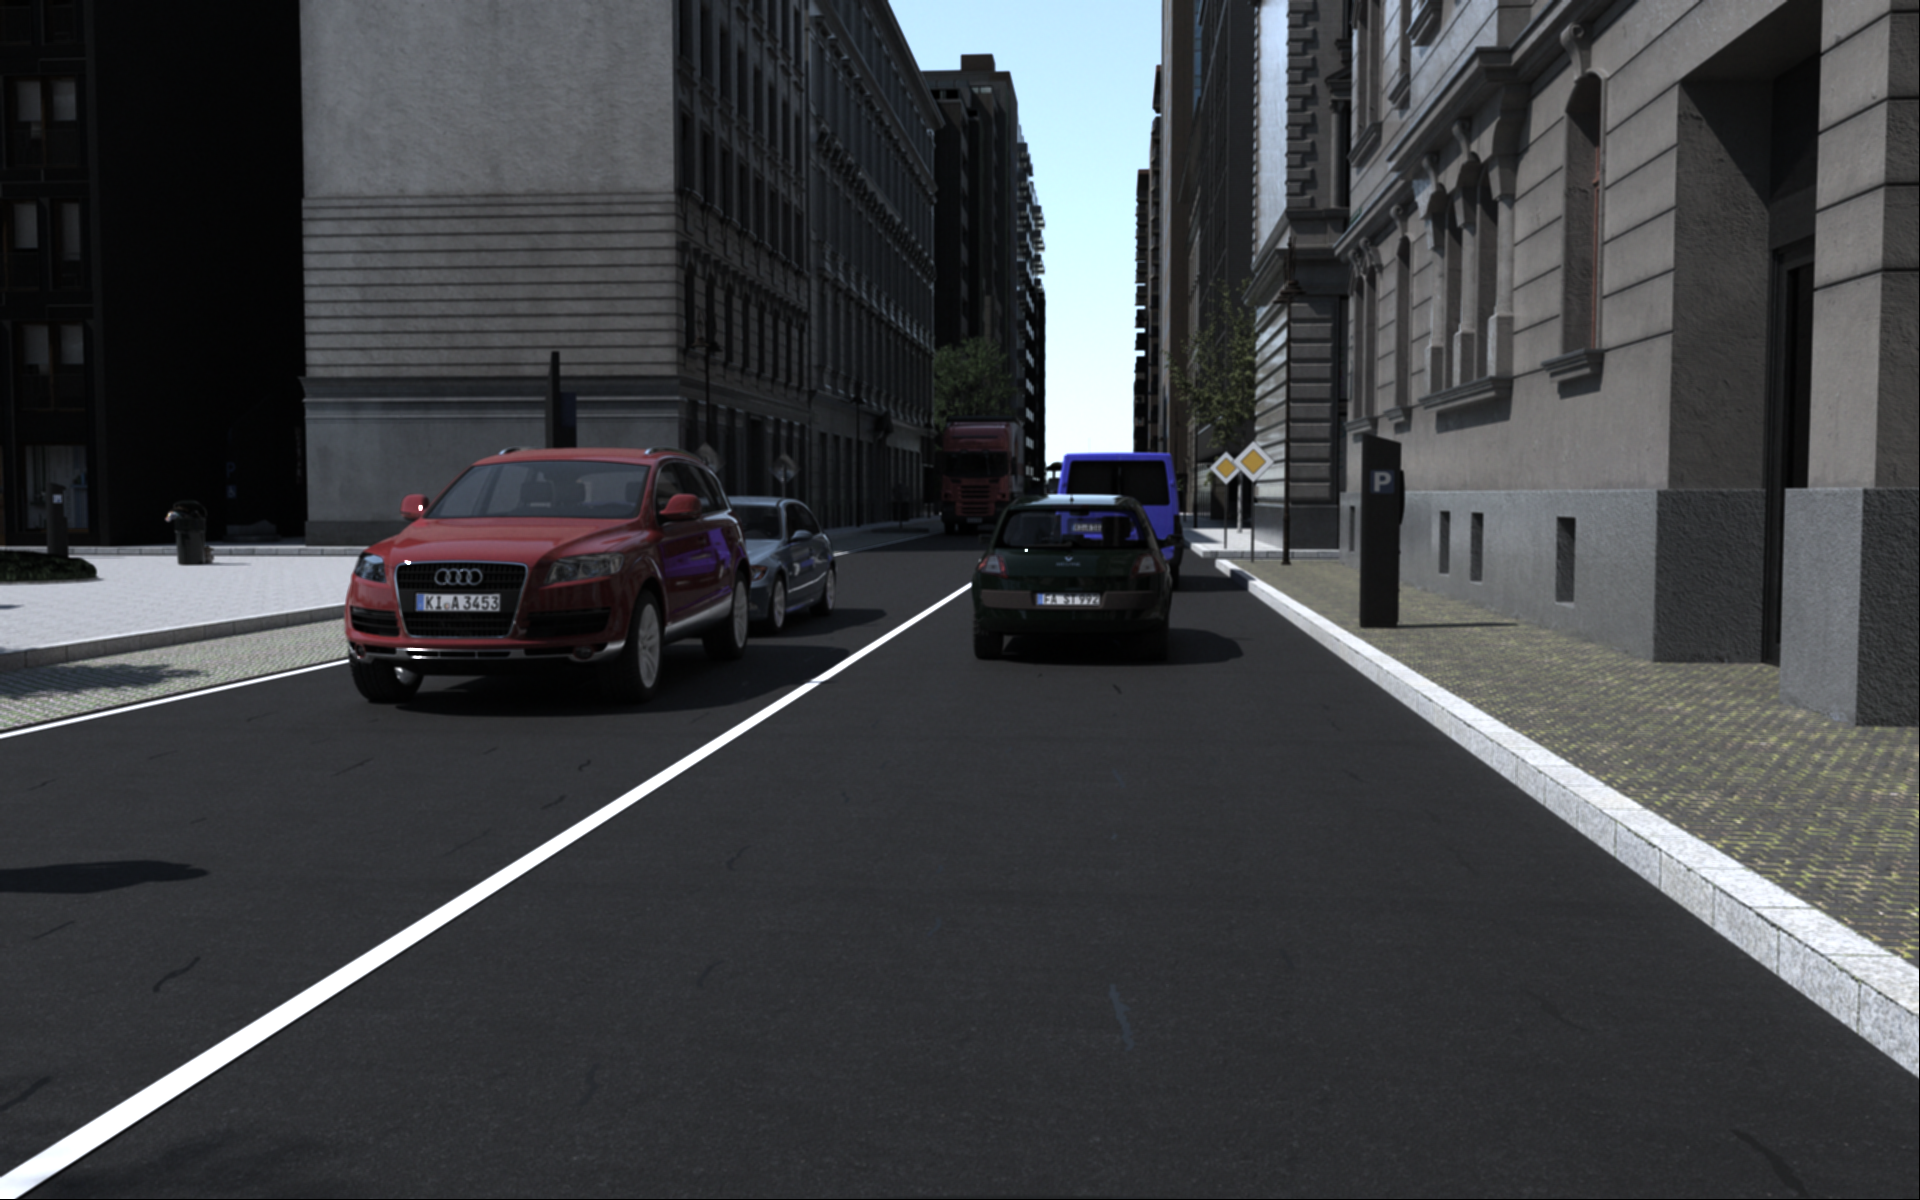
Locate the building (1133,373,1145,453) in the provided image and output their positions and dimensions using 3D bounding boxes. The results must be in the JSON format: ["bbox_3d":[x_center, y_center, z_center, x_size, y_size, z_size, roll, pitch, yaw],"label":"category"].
[{"bbox_3d":[39.884,-25.291,258.553,27.650,21.520,28.899,0,4,5],"label":"building"}]

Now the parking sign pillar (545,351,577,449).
[{"bbox_3d":[-7.728,-2.752,33.475,1.447,3.967,1.447,-1,4,-20],"label":"parking sign pillar"}]

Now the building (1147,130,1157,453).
[{"bbox_3d":[29.494,-34.011,206.198,14.600,45.320,14.200,0,4,5],"label":"building"}]

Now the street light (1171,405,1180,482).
[{"bbox_3d":[11.197,-7.158,89.825,0.468,5.910,1.993,0,4,5],"label":"street light"}]

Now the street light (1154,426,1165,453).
[{"bbox_3d":[13.324,-8.689,114.853,0.468,5.910,1.993,0,4,5],"label":"street light"}]

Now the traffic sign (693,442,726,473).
[{"bbox_3d":[-4.911,-1.822,33.428,0.795,2.450,0.064,0,4,5],"label":"traffic sign"}]

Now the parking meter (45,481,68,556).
[{"bbox_3d":[-18.110,-1.610,34.729,0.372,1.533,0.369,0,3,0],"label":"parking meter"}]

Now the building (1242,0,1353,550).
[{"bbox_3d":[17.127,-13.109,43.213,19.941,23.489,11.050,0,4,5],"label":"building"}]

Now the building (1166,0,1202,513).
[{"bbox_3d":[21.963,-29.054,125.149,14.600,45.320,14.200,0,4,5],"label":"building"}]

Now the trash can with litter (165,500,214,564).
[{"bbox_3d":[-14.043,-1.239,31.647,0.624,1.170,1.055,-1,4,-9],"label":"trash can with litter"}]

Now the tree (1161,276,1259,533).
[{"bbox_3d":[9.054,-6.534,57.186,4.737,8.622,4.395,0,3,0],"label":"tree"}]

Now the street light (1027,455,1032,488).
[{"bbox_3d":[8.083,-13.946,200.796,0.468,5.910,1.993,0,4,5],"label":"street light"}]

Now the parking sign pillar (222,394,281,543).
[{"bbox_3d":[-18.904,-3.526,46.117,1.447,3.967,1.447,2,4,25],"label":"parking sign pillar"}]

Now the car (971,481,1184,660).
[{"bbox_3d":[1.118,-0.404,16.398,2.009,1.686,4.222,0,4,6],"label":"car"}]

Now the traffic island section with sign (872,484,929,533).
[{"bbox_3d":[-2.185,-3.403,64.260,1.989,1.847,2.006,0,4,5],"label":"traffic island section with sign"}]

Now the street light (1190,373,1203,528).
[{"bbox_3d":[8.865,-5.641,65.018,0.468,5.910,1.993,0,4,5],"label":"street light"}]

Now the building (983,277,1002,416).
[{"bbox_3d":[-11.223,-18.459,146.837,27.650,21.520,28.899,0,4,5],"label":"building"}]

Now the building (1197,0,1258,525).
[{"bbox_3d":[17.626,-17.071,72.612,14.314,27.812,24.014,0,4,5],"label":"building"}]

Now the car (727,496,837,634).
[{"bbox_3d":[-2.523,-0.446,19.292,2.014,1.417,4.499,0,4,7],"label":"car"}]

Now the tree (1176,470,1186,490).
[{"bbox_3d":[14.417,-7.580,118.532,1.663,3.219,1.824,0,3,0],"label":"tree"}]

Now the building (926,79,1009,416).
[{"bbox_3d":[-2.726,-29.576,167.169,14.154,41.232,14.086,0,4,5],"label":"building"}]

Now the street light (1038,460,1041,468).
[{"bbox_3d":[10.310,-15.463,225.612,0.468,5.910,1.993,0,4,5],"label":"street light"}]

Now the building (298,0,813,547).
[{"bbox_3d":[-10.562,-12.298,50.216,9.793,20.994,18.267,0,4,5],"label":"building"}]

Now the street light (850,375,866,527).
[{"bbox_3d":[-3.962,-5.785,67.377,0.468,5.910,1.993,0,4,5],"label":"street light"}]

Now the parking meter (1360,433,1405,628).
[{"bbox_3d":[4.056,-0.668,16.632,0.399,1.863,0.255,1,4,11],"label":"parking meter"}]

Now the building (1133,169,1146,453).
[{"bbox_3d":[34.151,-35.094,228.405,22.147,44.769,28.867,0,4,5],"label":"building"}]

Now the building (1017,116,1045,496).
[{"bbox_3d":[-2.341,-36.450,215.566,23.786,49.044,30.456,0,4,5],"label":"building"}]

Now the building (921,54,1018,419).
[{"bbox_3d":[-1.281,-32.487,181.267,14.600,45.320,14.200,0,4,5],"label":"building"}]

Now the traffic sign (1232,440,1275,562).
[{"bbox_3d":[5.490,-1.764,32.478,0.795,2.450,0.064,0,4,5],"label":"traffic sign"}]

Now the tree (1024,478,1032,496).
[{"bbox_3d":[7.370,-12.069,191.930,1.663,3.219,1.824,0,3,0],"label":"tree"}]

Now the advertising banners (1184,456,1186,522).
[{"bbox_3d":[10.473,-5.169,80.694,0.090,3.025,2.074,1,4,9],"label":"advertising banners"}]

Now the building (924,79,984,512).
[{"bbox_3d":[-5.792,-21.573,124.415,14.160,30.474,14.107,0,4,5],"label":"building"}]

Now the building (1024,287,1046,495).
[{"bbox_3d":[4.480,-28.538,238.293,14.160,30.474,14.107,0,4,5],"label":"building"}]

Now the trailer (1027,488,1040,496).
[{"bbox_3d":[6.646,-9.189,157.284,1.471,1.999,3.904,0,4,6],"label":"trailer"}]

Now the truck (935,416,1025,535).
[{"bbox_3d":[0.912,-4.618,64.412,2.839,4.237,11.283,0,4,5],"label":"truck"}]

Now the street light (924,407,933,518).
[{"bbox_3d":[-1.657,-7.309,92.285,0.468,5.910,1.993,0,4,5],"label":"street light"}]

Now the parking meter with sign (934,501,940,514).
[{"bbox_3d":[-2.123,-6.761,106.809,1.738,3.016,0.543,0,4,5],"label":"parking meter with sign"}]

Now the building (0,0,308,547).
[{"bbox_3d":[-27.927,-13.357,48.060,15.834,23.373,12.332,0,4,5],"label":"building"}]

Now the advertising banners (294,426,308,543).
[{"bbox_3d":[-17.257,-3.038,45.865,0.090,3.025,2.074,0,4,-3],"label":"advertising banners"}]

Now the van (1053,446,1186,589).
[{"bbox_3d":[2.546,-1.433,27.810,2.240,2.365,5.245,0,4,6],"label":"van"}]

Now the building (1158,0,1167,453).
[{"bbox_3d":[27.400,-36.912,145.512,21.231,58.520,28.212,0,4,5],"label":"building"}]

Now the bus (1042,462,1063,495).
[{"bbox_3d":[8.186,-8.784,135.161,2.896,3.916,12.252,0,4,6],"label":"bus"}]

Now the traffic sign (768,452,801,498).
[{"bbox_3d":[-4.197,-2.308,41.381,0.795,2.450,0.064,0,4,5],"label":"traffic sign"}]

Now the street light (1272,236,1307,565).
[{"bbox_3d":[5.923,-3.578,31.281,0.468,5.910,1.993,0,4,5],"label":"street light"}]

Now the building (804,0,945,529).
[{"bbox_3d":[-11.074,-18.645,81.256,17.030,29.872,44.131,0,4,5],"label":"building"}]

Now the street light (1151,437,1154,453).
[{"bbox_3d":[15.695,-10.272,140.737,0.468,5.910,1.993,0,4,5],"label":"street light"}]

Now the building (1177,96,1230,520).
[{"bbox_3d":[21.025,-16.285,99.551,16.112,22.955,30.059,0,4,5],"label":"building"}]

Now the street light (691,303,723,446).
[{"bbox_3d":[-6.134,-4.242,42.152,0.468,5.910,1.993,0,4,5],"label":"street light"}]

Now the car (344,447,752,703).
[{"bbox_3d":[-3.009,-0.303,13.632,2.281,1.827,5.304,0,4,4],"label":"car"}]

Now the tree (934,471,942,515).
[{"bbox_3d":[-1.595,-6.735,104.723,1.663,3.219,1.824,0,3,0],"label":"tree"}]

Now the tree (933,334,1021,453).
[{"bbox_3d":[0.296,-11.418,112.443,9.928,11.665,9.643,0,3,0],"label":"tree"}]

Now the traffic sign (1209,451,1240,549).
[{"bbox_3d":[6.203,-2.250,40.431,0.795,2.450,0.064,0,4,5],"label":"traffic sign"}]

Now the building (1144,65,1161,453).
[{"bbox_3d":[30.427,-31.836,175.136,22.147,44.769,28.867,0,4,5],"label":"building"}]

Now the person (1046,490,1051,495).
[{"bbox_3d":[6.004,-6.658,118.075,1.217,1.735,0.721,-1,4,-9],"label":"person"}]

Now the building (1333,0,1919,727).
[{"bbox_3d":[12.128,-14.178,19.201,14.401,28.519,23.554,0,4,5],"label":"building"}]
